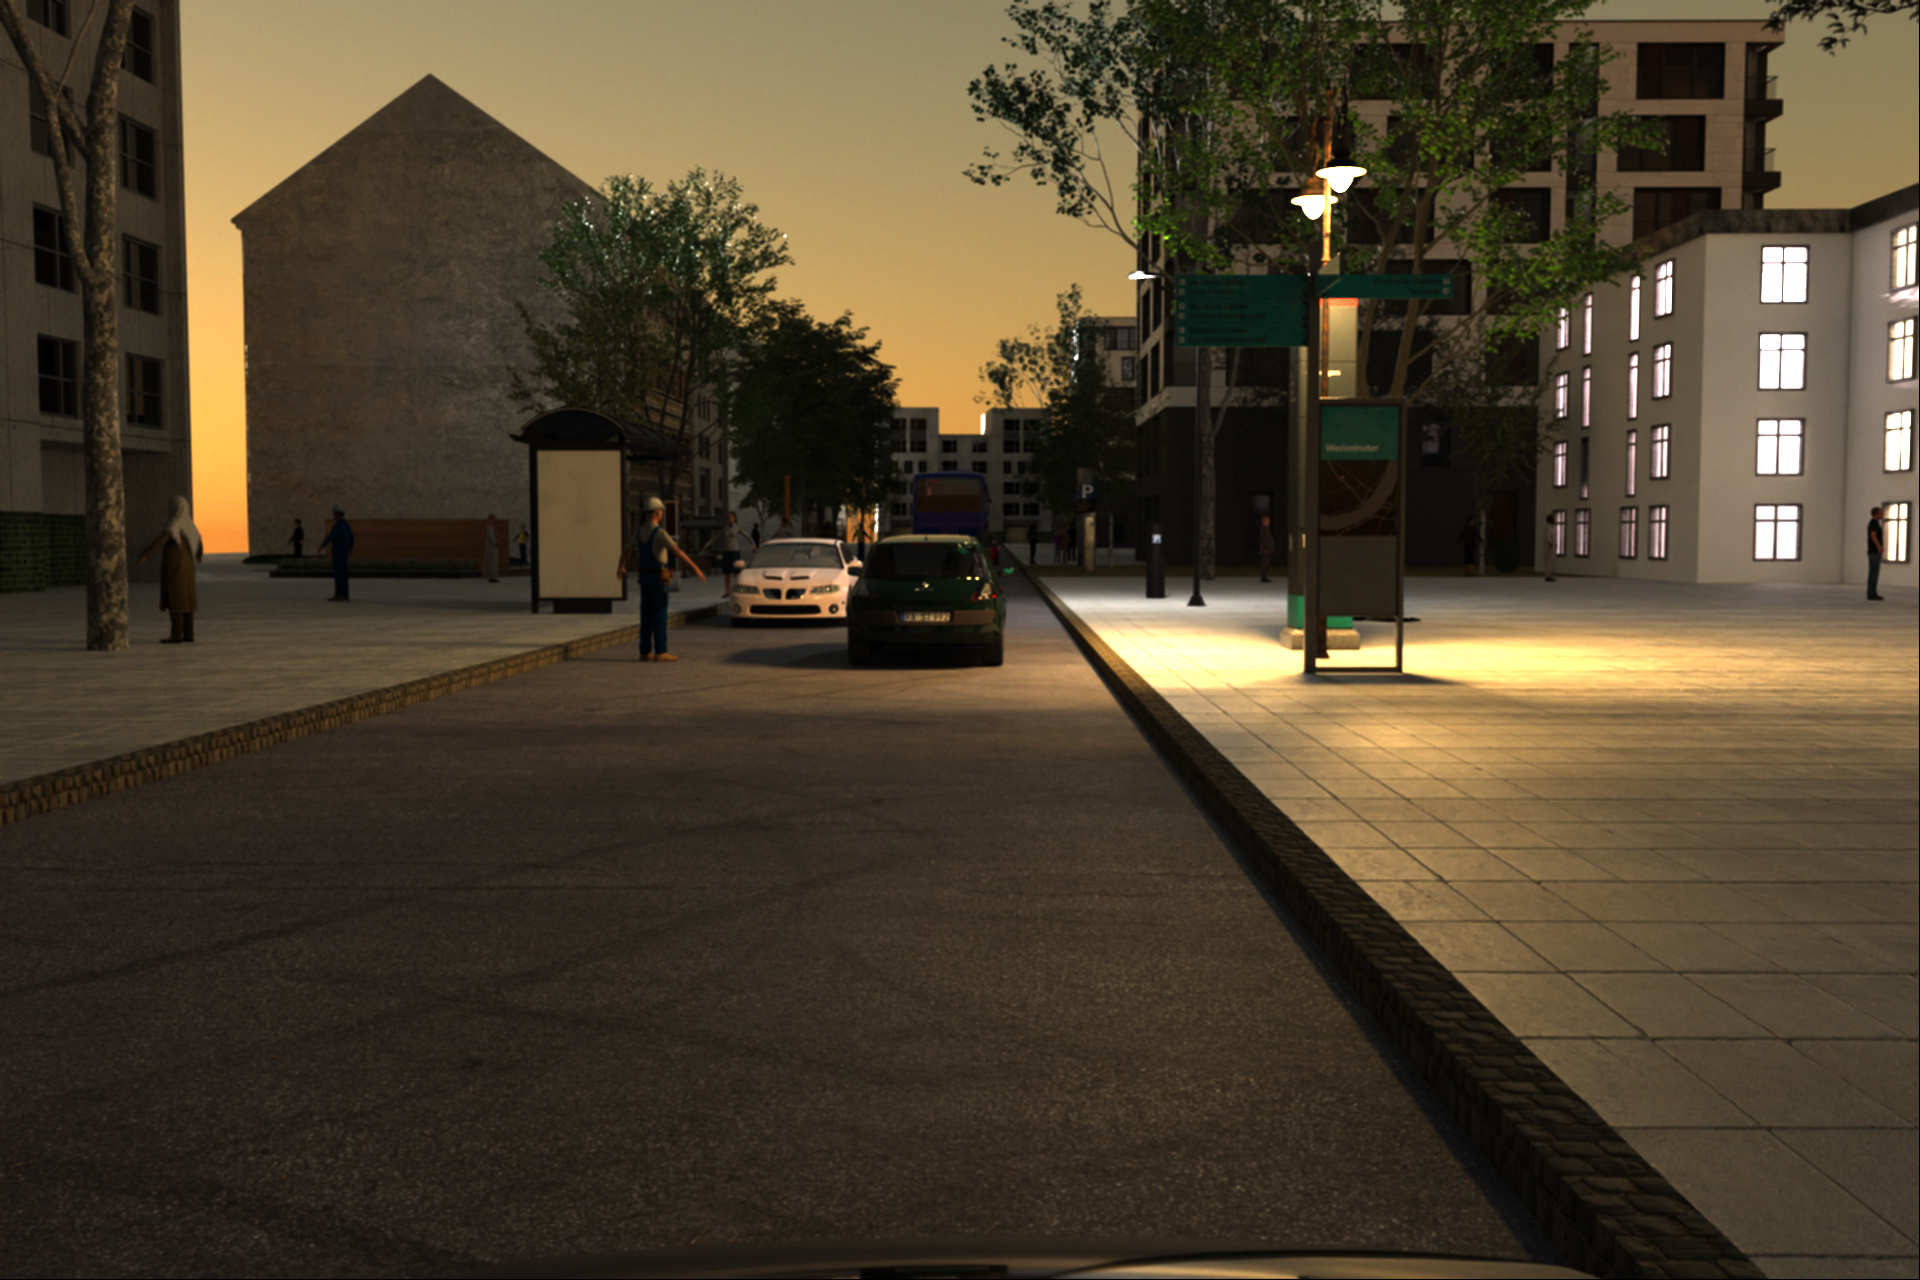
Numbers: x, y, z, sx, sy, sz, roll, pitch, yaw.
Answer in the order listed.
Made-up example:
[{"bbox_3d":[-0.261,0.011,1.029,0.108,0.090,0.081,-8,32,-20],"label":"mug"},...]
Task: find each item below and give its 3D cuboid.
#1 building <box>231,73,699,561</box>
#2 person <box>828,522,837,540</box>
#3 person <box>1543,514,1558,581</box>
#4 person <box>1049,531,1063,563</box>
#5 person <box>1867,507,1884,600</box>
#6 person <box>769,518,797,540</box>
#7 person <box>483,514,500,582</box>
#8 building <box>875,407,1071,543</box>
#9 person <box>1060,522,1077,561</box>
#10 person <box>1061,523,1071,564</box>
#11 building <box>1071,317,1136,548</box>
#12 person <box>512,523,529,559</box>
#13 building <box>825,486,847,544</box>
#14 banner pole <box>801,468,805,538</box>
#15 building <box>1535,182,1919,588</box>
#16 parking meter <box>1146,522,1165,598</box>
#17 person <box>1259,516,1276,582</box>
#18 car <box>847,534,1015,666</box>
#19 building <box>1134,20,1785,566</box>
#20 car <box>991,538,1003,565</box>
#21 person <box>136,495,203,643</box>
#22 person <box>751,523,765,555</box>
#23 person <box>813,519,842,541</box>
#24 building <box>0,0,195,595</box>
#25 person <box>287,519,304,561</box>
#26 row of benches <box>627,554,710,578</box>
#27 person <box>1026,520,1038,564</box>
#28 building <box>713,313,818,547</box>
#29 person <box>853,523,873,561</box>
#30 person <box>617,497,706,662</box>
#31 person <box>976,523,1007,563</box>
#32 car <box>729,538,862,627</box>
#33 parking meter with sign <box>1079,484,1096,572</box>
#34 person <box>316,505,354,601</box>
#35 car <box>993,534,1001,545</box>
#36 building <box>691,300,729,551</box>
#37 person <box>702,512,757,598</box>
[{"bbox_3d":[-25.085,-15.985,92.280,19.493,23.208,18.063,0,4,1],"label":"building"},{"bbox_3d":[-5.666,-4.238,75.424,0.705,1.813,1.348,-2,4,-32],"label":"person"},{"bbox_3d":[16.054,-2.506,47.059,0.704,1.819,1.344,2,4,25],"label":"person"},{"bbox_3d":[4.307,-4.081,75.983,0.991,1.433,0.599,-2,4,-27],"label":"person"},{"bbox_3d":[17.888,-1.687,33.799,0.705,1.803,1.348,2,4,27],"label":"person"},{"bbox_3d":[-5.798,-3.102,56.899,1.347,1.806,0.705,2,4,31],"label":"person"},{"bbox_3d":[-12.422,-2.443,46.089,0.704,1.811,1.347,-1,4,-18],"label":"person"},{"bbox_3d":[3.780,-23.232,248.755,31.486,18.905,16.747,0,4,-4],"label":"building"},{"bbox_3d":[5.268,-4.633,81.684,1.347,1.837,0.705,1,4,11],"label":"person"},{"bbox_3d":[4.531,-4.067,73.298,0.721,1.733,1.217,-1,4,-9],"label":"person"},{"bbox_3d":[25.376,-20.513,179.365,27.936,21.610,32.646,0,4,1],"label":"building"},{"bbox_3d":[-19.313,-4.267,76.236,1.216,1.772,0.721,3,5,41],"label":"person"},{"bbox_3d":[-24.704,-23.946,222.451,19.493,23.208,18.063,0,4,2],"label":"building"},{"bbox_3d":[-5.959,-4.640,65.882,0.401,3.779,0.863,0,4,1],"label":"banner pole"},{"bbox_3d":[23.730,-6.289,44.972,9.099,9.664,28.070,0,4,1],"label":"building"},{"bbox_3d":[3.917,-1.606,34.675,0.372,1.533,0.369,0,3,0],"label":"parking meter"},{"bbox_3d":[8.222,-2.430,46.321,0.434,1.755,0.990,1,4,14],"label":"person"},{"bbox_3d":[-0.352,-0.640,20.253,2.009,1.686,4.222,0,4,1],"label":"car"},{"bbox_3d":[22.439,-14.780,85.630,27.936,21.610,32.646,0,4,1],"label":"building"},{"bbox_3d":[0.933,-4.437,81.582,2.155,1.783,4.494,0,4,1],"label":"car"},{"bbox_3d":[-9.305,-0.837,20.455,0.721,1.736,1.217,0,4,8],"label":"person"},{"bbox_3d":[-9.453,-4.545,80.534,0.704,1.802,1.346,-2,4,-31],"label":"person"},{"bbox_3d":[-5.194,-3.763,67.297,1.354,1.858,0.705,-2,4,-30],"label":"person"},{"bbox_3d":[-28.748,-9.972,29.498,16.747,18.905,31.486,0,4,1],"label":"building"},{"bbox_3d":[-23.218,-3.331,60.652,0.705,1.806,1.347,-3,5,-39],"label":"person"},{"bbox_3d":[-8.846,-2.254,52.310,1.422,0.672,4.104,1,4,22],"label":"row of benches"},{"bbox_3d":[3.109,-4.122,73.176,0.705,1.856,1.354,0,4,-2],"label":"person"},{"bbox_3d":[-23.980,-21.016,174.543,19.493,23.208,18.063,0,4,2],"label":"building"},{"bbox_3d":[-4.719,-4.715,83.052,1.349,1.833,0.705,3,5,43],"label":"person"},{"bbox_3d":[-3.435,-0.687,19.543,1.347,1.847,0.705,2,4,35],"label":"person"},{"bbox_3d":[0.884,-2.993,57.669,1.348,1.796,0.705,1,4,17],"label":"person"},{"bbox_3d":[-2.593,-0.978,28.354,2.083,1.381,4.827,0,4,1],"label":"car"},{"bbox_3d":[4.380,-3.837,58.996,0.543,3.016,1.738,0,4,1],"label":"parking meter with sign"},{"bbox_3d":[-11.932,-1.675,33.262,0.705,1.842,1.347,0,4,7],"label":"person"},{"bbox_3d":[1.973,-7.113,128.098,2.131,1.459,4.920,0,4,1],"label":"car"},{"bbox_3d":[-27.575,-15.841,125.458,16.747,18.905,31.486,0,4,1],"label":"building"},{"bbox_3d":[-4.613,-1.707,34.740,1.217,1.735,0.721,1,4,19],"label":"person"}]
